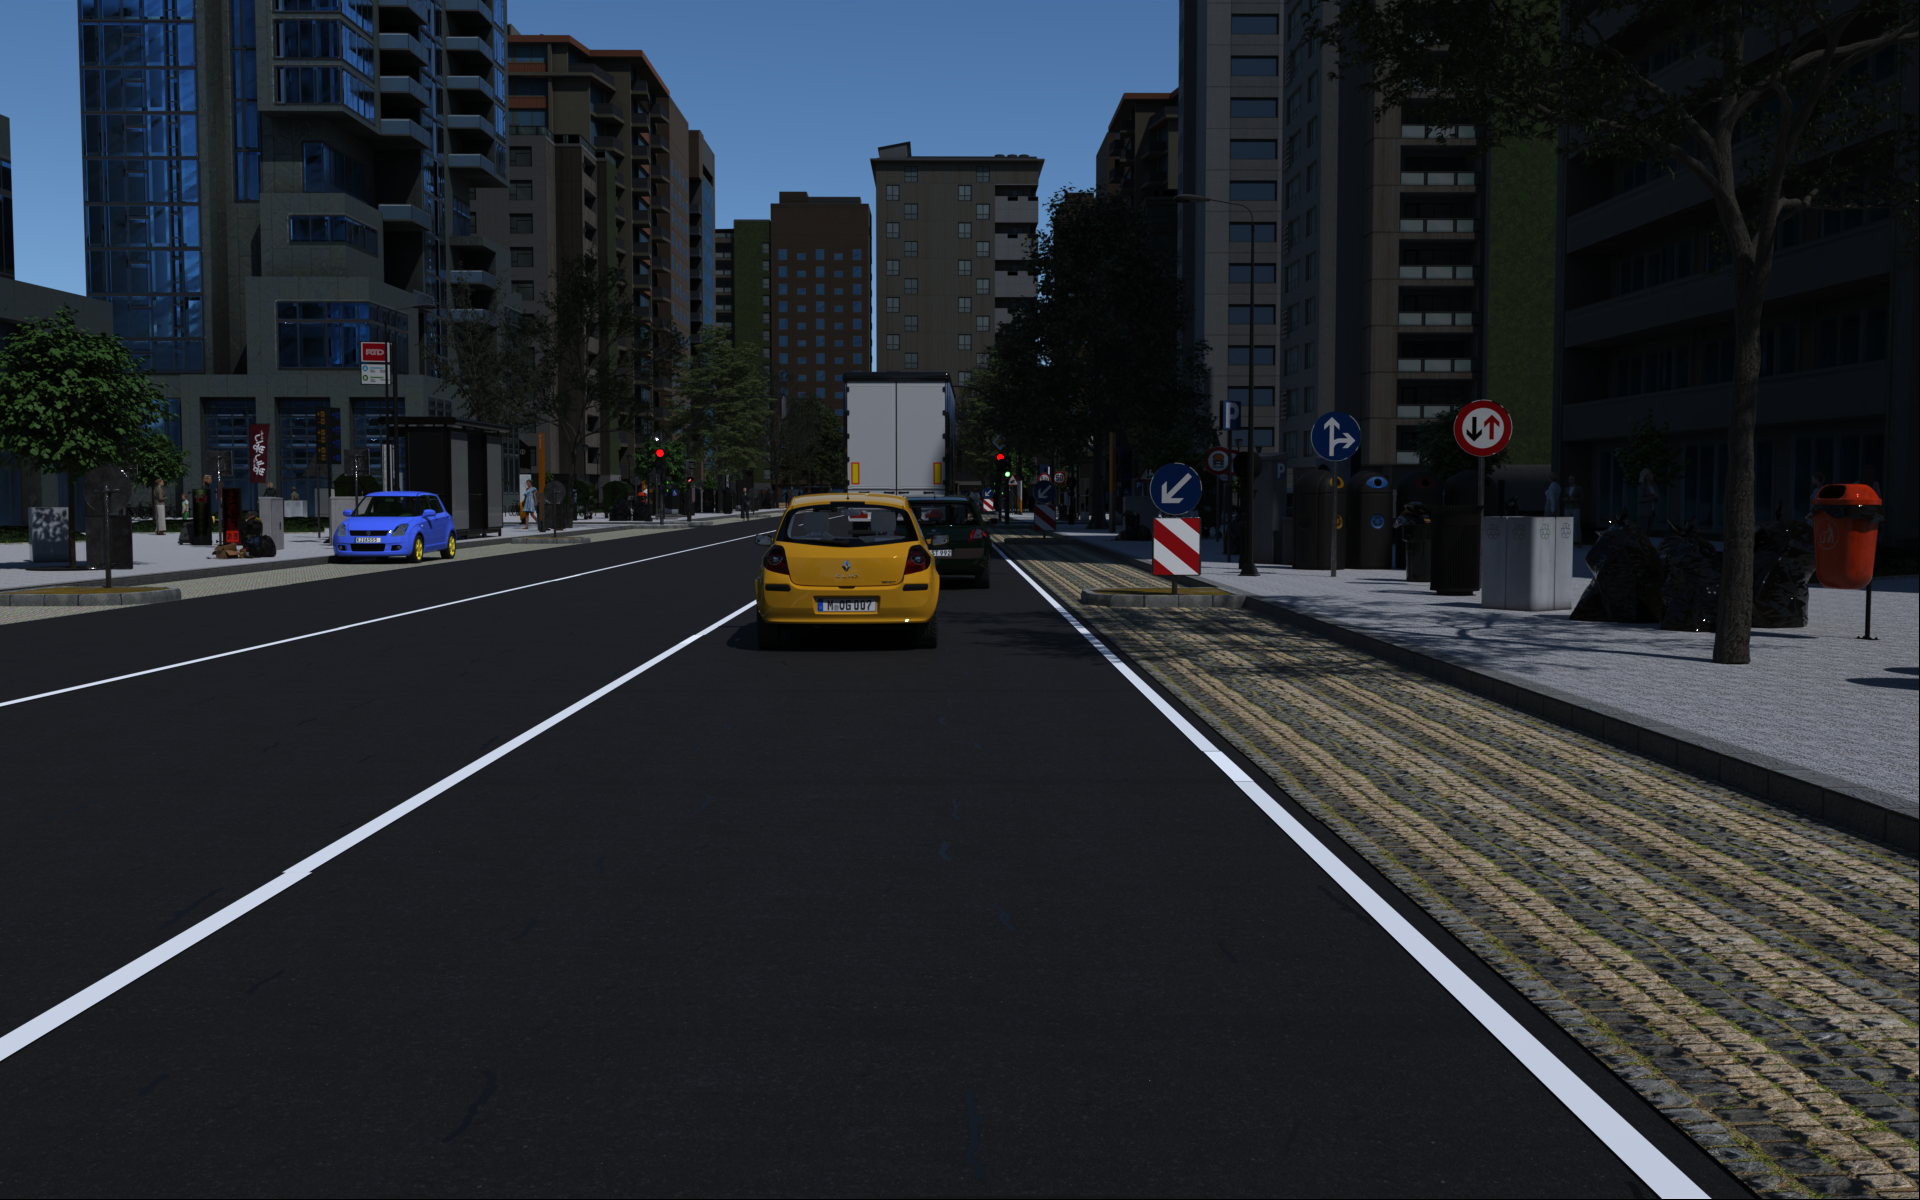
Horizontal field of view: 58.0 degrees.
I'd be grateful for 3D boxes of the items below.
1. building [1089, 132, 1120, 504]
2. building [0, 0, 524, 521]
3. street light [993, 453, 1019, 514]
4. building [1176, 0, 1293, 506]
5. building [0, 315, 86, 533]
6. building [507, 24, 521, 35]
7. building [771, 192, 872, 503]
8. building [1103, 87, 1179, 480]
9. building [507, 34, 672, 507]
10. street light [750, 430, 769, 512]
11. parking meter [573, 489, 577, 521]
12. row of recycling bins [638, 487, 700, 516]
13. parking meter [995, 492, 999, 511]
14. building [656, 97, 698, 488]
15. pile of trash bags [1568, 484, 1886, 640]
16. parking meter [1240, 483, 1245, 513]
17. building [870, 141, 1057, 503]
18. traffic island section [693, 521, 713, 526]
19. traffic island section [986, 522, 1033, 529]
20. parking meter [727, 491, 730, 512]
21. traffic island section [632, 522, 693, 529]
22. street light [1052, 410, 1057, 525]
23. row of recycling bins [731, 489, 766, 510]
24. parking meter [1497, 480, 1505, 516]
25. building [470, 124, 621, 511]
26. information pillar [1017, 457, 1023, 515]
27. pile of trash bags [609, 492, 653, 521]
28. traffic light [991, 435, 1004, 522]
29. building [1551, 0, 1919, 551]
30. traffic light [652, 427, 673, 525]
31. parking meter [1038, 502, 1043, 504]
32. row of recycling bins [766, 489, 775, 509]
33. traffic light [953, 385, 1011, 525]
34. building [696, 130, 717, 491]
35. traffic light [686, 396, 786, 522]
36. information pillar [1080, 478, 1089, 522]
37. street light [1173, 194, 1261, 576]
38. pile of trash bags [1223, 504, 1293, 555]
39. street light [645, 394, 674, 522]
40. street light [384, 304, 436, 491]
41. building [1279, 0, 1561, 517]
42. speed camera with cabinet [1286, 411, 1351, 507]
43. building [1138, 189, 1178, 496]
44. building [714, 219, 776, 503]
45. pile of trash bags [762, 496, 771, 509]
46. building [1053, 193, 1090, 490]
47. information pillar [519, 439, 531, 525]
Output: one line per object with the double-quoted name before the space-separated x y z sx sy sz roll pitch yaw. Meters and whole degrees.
"building" 23.939 -34.233 209.815 14.600 45.320 14.200 0 4 -1
"building" -40.259 -48.546 106.397 22.319 86.520 31.000 0 4 -1
"street light" 3.028 -8.361 109.237 1.470 5.913 1.316 0 4 -1
"building" 28.330 -36.620 140.741 21.231 58.520 28.212 0 4 -1
"building" -43.829 -44.771 44.679 31.000 86.520 22.319 0 4 -1
"building" -76.814 -50.298 260.628 20.611 71.187 20.563 0 4 -1
"building" -20.419 -37.245 259.066 14.200 45.320 14.600 0 4 -1
"building" 27.569 -32.612 187.831 22.147 44.769 28.867 0 4 -1
"building" -40.399 -31.448 168.794 22.147 44.769 28.867 0 4 -1
"street light" -14.566 -9.381 125.924 1.470 5.913 1.316 0 4 -1
"parking meter" -18.713 -4.607 83.737 0.372 1.533 0.369 0 3 0
"row of recycling bins" -17.396 -5.829 102.424 3.534 1.692 1.069 -2 4 -35
"parking meter" 2.853 -7.660 130.953 0.399 1.863 0.255 0 4 -3
"building" -37.653 -33.068 190.767 14.600 45.320 14.200 0 4 -1
"pile of trash bags" 7.449 -0.417 16.566 1.912 1.369 3.447 -1 4 -14
"parking meter" 6.471 -1.864 38.891 0.372 1.533 0.369 0 3 0
"building" 0.540 -41.450 266.945 27.495 52.752 28.713 0 4 -1
"traffic island section" -12.559 -3.545 80.241 2.009 0.180 2.903 0 4 -1
"traffic island section" 1.981 -3.067 72.432 2.009 0.180 2.903 0 4 -1
"parking meter" -16.495 -6.990 122.691 0.372 1.533 0.369 0 3 0
"traffic island section" -12.459 -3.057 72.257 2.009 0.180 2.903 0 4 -1
"street light" 3.337 -6.098 72.248 1.470 5.913 1.316 0 4 -1
"row of recycling bins" -18.183 -8.358 143.758 3.534 1.692 1.069 1 4 8
"parking meter" 22.151 -3.986 70.880 0.255 1.863 0.399 1 4 22
"building" -35.644 -22.462 138.961 14.160 30.474 14.107 0 4 -1
"information pillar" 3.696 -7.081 107.133 0.183 3.616 0.504 -2 4 -24
"pile of trash bags" -15.756 -4.528 83.791 1.912 1.369 3.447 0 4 4
"traffic light" 1.841 -5.589 80.302 0.839 4.253 0.868 0 4 -1
"building" 30.252 -25.789 45.347 21.300 48.544 21.600 0 4 -1
"traffic light" -12.419 -5.089 72.122 0.839 4.253 0.868 0 4 -1
"parking meter" 4.798 -5.786 103.010 0.372 1.533 0.369 0 3 0
"row of recycling bins" -17.532 -8.812 151.186 1.069 1.692 3.534 3 4 36
"traffic light" -0.149 -5.962 72.150 4.771 5.953 1.251 0 4 -1
"building" -37.470 -34.196 209.211 14.200 45.320 14.600 0 4 -1
"traffic light" -10.428 -6.453 80.168 4.771 5.953 1.251 0 4 -1
"information pillar" 5.771 -4.626 80.129 0.304 2.012 0.304 -3 5 -44
"street light" 4.005 -3.332 27.025 1.470 5.913 1.316 0 4 -1
"pile of trash bags" 7.336 -1.636 36.507 3.447 1.369 1.912 0 4 -2
"street light" -13.955 -6.602 80.479 1.470 5.913 1.316 0 4 -1
"street light" -13.493 -4.276 42.461 1.470 5.913 1.316 0 4 -1
"building" 26.825 -25.479 100.181 14.086 41.232 14.154 0 4 -1
"speed camera with cabinet" 8.618 -2.911 41.938 0.660 3.252 2.038 -2 4 -23
"building" 23.942 -24.136 166.328 14.160 30.474 14.107 0 4 -1
"building" -34.566 -35.220 259.438 14.086 41.232 14.154 0 4 -1
"pile of trash bags" -16.955 -8.384 146.833 1.912 1.369 3.447 0 4 -2
"building" 21.534 -37.295 259.882 14.200 45.320 14.600 0 4 -1
"information pillar" -18.337 -4.994 73.003 0.504 3.616 0.183 -1 4 -21
